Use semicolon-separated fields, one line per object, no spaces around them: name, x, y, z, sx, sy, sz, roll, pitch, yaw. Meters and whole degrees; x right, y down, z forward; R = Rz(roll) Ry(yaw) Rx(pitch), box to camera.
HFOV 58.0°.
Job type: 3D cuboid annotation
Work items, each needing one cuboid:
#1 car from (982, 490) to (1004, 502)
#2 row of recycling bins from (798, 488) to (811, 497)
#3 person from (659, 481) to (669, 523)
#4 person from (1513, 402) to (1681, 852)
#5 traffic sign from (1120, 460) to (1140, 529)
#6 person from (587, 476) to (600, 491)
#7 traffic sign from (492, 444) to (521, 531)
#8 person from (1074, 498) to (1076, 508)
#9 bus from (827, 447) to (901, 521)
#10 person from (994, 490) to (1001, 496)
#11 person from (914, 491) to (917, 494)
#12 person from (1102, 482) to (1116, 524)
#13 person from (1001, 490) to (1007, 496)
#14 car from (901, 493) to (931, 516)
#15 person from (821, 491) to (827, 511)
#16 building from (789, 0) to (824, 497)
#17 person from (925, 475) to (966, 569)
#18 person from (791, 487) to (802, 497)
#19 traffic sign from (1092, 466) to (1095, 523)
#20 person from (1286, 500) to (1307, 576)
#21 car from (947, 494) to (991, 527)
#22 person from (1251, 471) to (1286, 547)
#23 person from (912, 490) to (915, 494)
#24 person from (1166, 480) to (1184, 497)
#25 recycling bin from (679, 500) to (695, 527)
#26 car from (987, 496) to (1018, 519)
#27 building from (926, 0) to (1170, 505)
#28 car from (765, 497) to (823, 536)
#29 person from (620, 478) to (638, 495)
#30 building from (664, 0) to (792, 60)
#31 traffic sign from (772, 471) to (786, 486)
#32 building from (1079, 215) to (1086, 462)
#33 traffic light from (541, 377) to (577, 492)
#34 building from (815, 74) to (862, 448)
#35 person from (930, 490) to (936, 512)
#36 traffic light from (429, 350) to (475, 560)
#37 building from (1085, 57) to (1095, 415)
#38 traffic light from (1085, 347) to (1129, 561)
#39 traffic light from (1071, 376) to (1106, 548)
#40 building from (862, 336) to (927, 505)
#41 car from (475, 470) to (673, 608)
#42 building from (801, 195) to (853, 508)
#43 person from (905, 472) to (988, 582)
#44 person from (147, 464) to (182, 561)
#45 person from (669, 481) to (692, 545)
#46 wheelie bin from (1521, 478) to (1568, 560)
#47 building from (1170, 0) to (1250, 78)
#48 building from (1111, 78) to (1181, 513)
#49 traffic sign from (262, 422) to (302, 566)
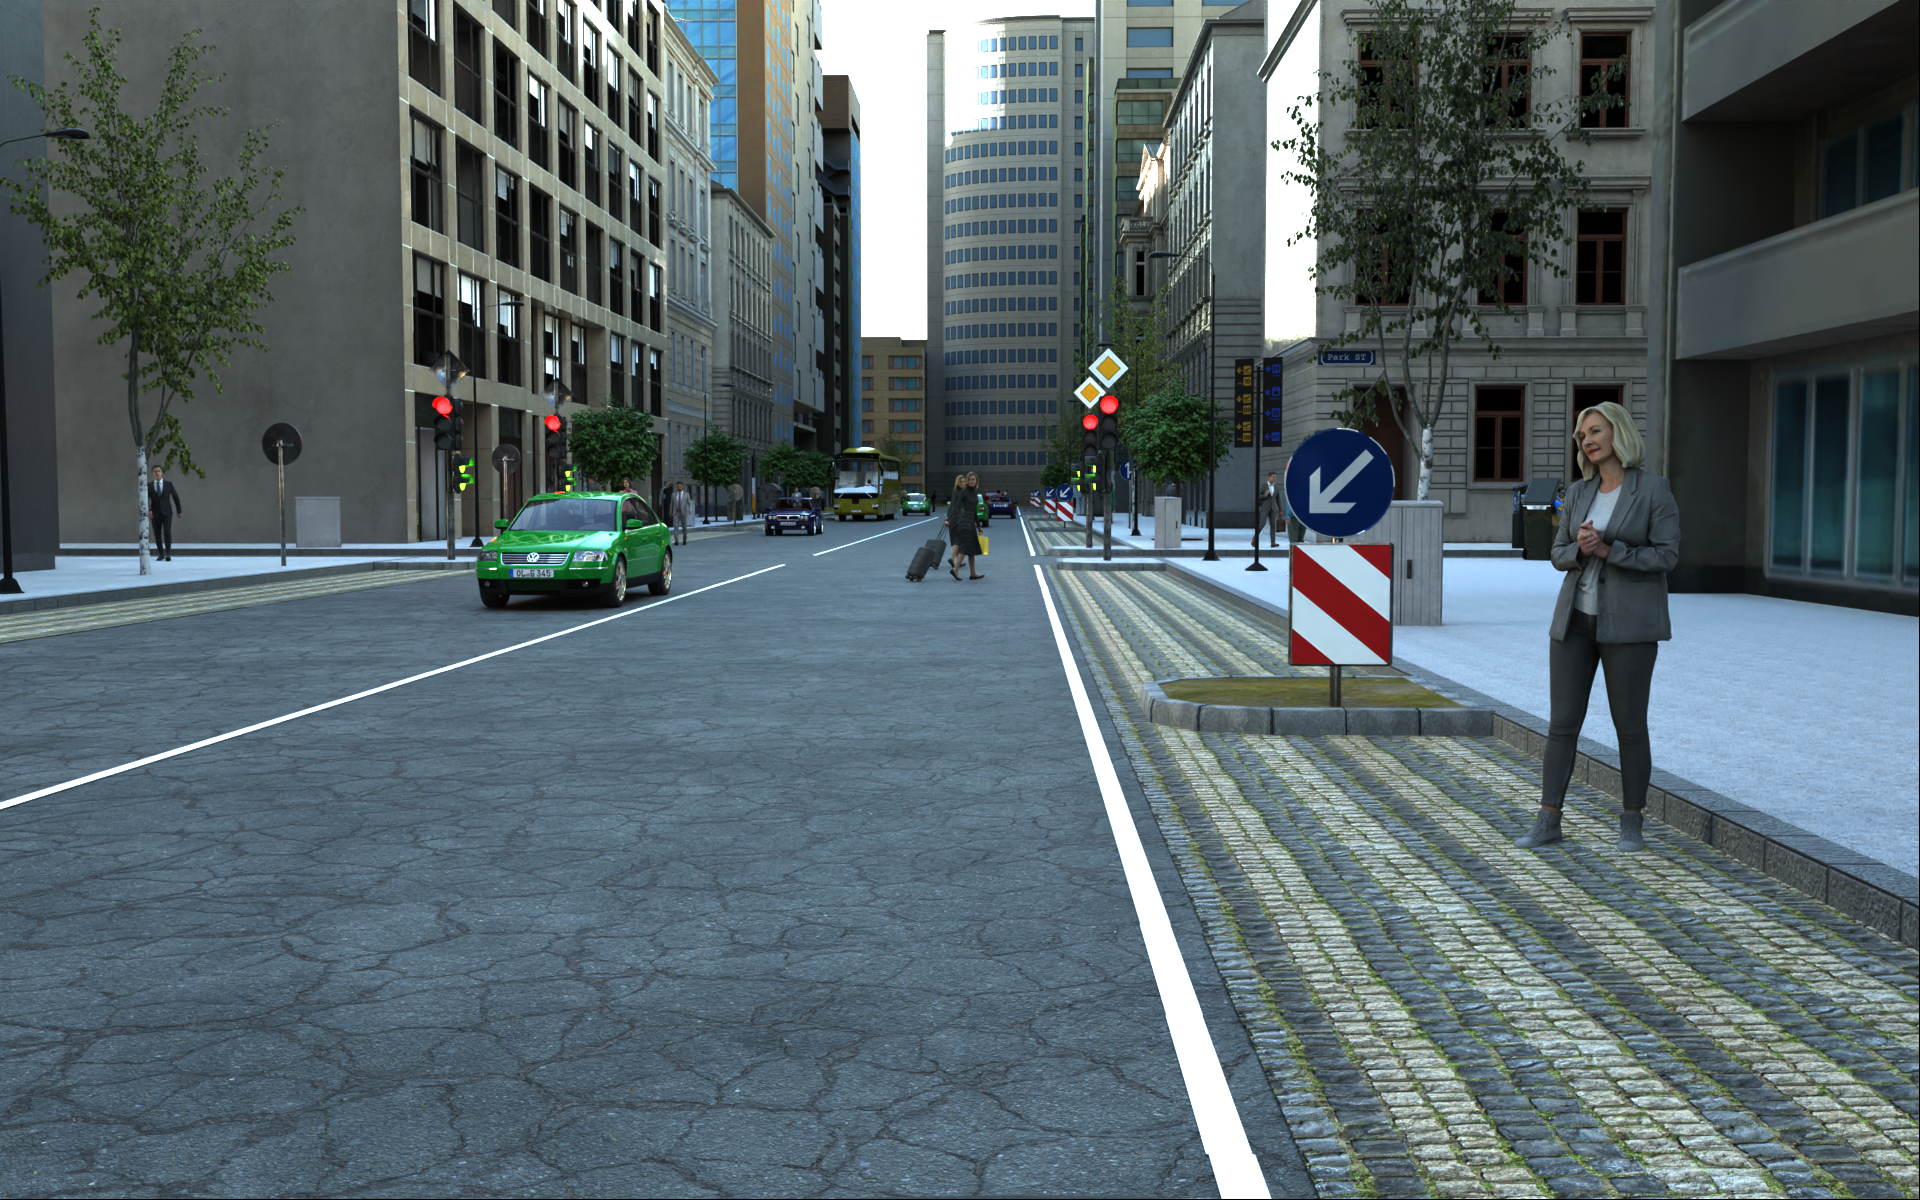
car;3.116;-9.509;164.141;2.281;1.827;5.304;0;4;1
row of recycling bins;-9.831;-6.349;110.923;1.069;1.692;3.534;0;4;4
person;-12.058;-3.974;71.145;0.853;1.813;0.709;2;4;23
person;2.571;0.109;6.902;0.526;1.800;0.537;-2;4;-32
traffic sign;6.295;-3.919;64.188;0.768;2.556;0.104;0;4;4
person;-11.346;-2.891;53.119;0.447;1.846;0.655;1;4;19
traffic sign;-11.514;-2.680;43.921;0.768;2.556;0.104;1;4;9
person;10.669;-9.316;159.074;0.721;1.735;1.217;-2;4;-30
bus;-5.049;-6.323;94.920;2.896;3.916;12.252;0;4;3
person;2.860;-7.260;127.911;1.217;1.736;0.721;2;4;28
person;-4.528;-9.993;172.609;0.721;1.736;1.217;-3;4;-36
person;6.467;-4.163;74.352;0.600;1.795;0.529;2;4;35
person;3.027;-6.804;120.553;0.742;1.727;0.445;3;5;43
car;-2.890;-6.476;114.675;1.959;1.807;4.718;0;4;0
person;-10.541;-7.803;133.610;0.705;1.826;1.348;1;4;10
building;-25.990;-34.010;145.300;28.713;52.752;27.495;0;4;2
person;-0.268;-1.519;33.546;0.699;1.804;1.509;3;5;40
person;-8.248;-4.833;87.713;0.606;1.804;0.583;-1;4;-14
traffic sign;5.873;-4.704;77.020;0.768;2.556;0.104;0;4;3
person;5.269;-1.257;26.945;0.601;1.785;0.444;-2;4;-27
car;0.372;-4.117;76.114;1.959;1.807;4.718;0;4;2
person;7.441;-2.187;41.767;0.622;1.834;0.822;-2;4;-27
person;-5.006;-11.054;188.871;0.705;1.869;1.348;1;4;20
person;6.394;-2.766;51.456;0.473;1.802;0.592;0;4;-4
recycling bin;-10.835;-3.393;68.037;0.722;1.027;0.722;0;4;3
car;2.401;-5.440;101.530;1.945;1.354;3.894;0;4;3
building;10.125;-41.011;212.528;28.212;58.520;21.231;0;4;2
car;-5.820;-2.955;60.893;1.945;1.354;3.894;0;4;1
person;-7.889;-1.986;40.984;0.555;1.821;0.388;-1;4;-18
building;-19.752;-28.969;123.751;14.600;45.320;14.200;0;4;2
traffic sign;-9.968;-5.827;95.381;0.768;2.556;0.104;1;4;11
building;19.400;-25.021;180.796;14.160;30.474;14.107;0;4;2
traffic light;-9.682;-3.229;41.714;0.839;4.253;0.868;0;4;2
building;-18.051;-32.563;182.510;14.200;45.320;14.600;0;4;2
person;-2.163;-7.799;136.845;0.721;1.723;1.217;1;4;17
traffic light;-9.927;-2.741;33.733;0.839;4.253;0.868;0;4;2
building;18.962;-29.492;165.794;14.154;41.232;14.086;0;4;2
traffic light;2.829;-2.718;33.359;0.839;4.253;0.868;0;4;2
traffic light;3.073;-3.206;41.341;0.839;4.253;0.868;0;4;2
building;-18.437;-22.797;217.775;28.899;21.520;27.650;0;4;2
car;-5.092;-0.886;23.283;1.959;1.807;4.718;0;4;2
building;-17.924;-24.163;166.772;14.160;30.474;14.107;0;4;2
person;-0.188;-1.224;28.733;1.509;1.804;0.699;-2;4;-24
person;-15.294;-1.674;33.184;0.659;1.850;0.755;-1;4;-20
person;-7.811;-2.426;48.439;0.678;1.792;0.850;0;4;0
wheelie bin;11.359;-1.577;33.699;0.693;1.594;0.980;-3;5;-42
building;21.672;-36.824;144.064;21.231;58.520;28.212;0;4;2
building;17.777;-21.536;123.815;14.160;30.474;14.107;0;4;2
traffic sign;-12.061;-1.878;30.811;0.768;2.556;0.104;1;4;9
